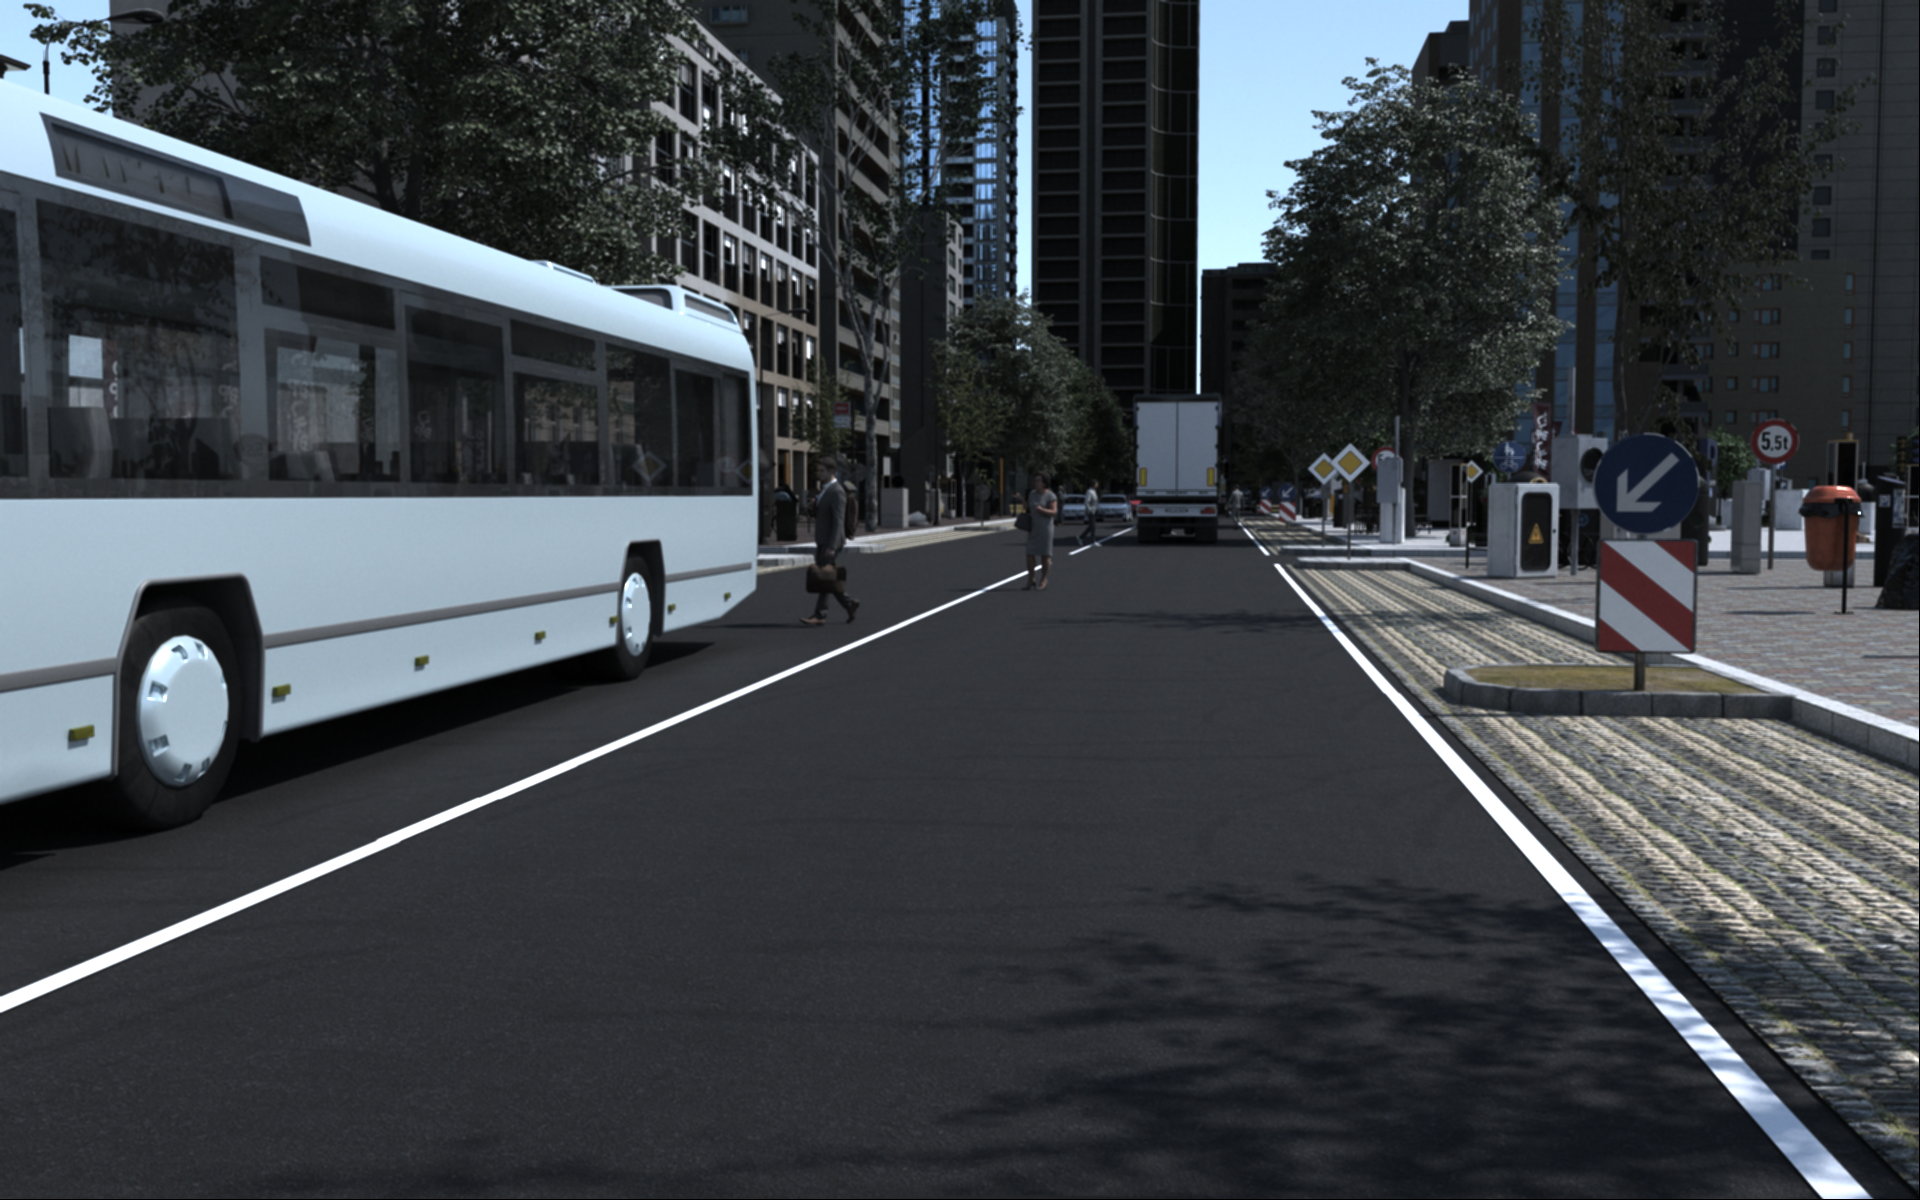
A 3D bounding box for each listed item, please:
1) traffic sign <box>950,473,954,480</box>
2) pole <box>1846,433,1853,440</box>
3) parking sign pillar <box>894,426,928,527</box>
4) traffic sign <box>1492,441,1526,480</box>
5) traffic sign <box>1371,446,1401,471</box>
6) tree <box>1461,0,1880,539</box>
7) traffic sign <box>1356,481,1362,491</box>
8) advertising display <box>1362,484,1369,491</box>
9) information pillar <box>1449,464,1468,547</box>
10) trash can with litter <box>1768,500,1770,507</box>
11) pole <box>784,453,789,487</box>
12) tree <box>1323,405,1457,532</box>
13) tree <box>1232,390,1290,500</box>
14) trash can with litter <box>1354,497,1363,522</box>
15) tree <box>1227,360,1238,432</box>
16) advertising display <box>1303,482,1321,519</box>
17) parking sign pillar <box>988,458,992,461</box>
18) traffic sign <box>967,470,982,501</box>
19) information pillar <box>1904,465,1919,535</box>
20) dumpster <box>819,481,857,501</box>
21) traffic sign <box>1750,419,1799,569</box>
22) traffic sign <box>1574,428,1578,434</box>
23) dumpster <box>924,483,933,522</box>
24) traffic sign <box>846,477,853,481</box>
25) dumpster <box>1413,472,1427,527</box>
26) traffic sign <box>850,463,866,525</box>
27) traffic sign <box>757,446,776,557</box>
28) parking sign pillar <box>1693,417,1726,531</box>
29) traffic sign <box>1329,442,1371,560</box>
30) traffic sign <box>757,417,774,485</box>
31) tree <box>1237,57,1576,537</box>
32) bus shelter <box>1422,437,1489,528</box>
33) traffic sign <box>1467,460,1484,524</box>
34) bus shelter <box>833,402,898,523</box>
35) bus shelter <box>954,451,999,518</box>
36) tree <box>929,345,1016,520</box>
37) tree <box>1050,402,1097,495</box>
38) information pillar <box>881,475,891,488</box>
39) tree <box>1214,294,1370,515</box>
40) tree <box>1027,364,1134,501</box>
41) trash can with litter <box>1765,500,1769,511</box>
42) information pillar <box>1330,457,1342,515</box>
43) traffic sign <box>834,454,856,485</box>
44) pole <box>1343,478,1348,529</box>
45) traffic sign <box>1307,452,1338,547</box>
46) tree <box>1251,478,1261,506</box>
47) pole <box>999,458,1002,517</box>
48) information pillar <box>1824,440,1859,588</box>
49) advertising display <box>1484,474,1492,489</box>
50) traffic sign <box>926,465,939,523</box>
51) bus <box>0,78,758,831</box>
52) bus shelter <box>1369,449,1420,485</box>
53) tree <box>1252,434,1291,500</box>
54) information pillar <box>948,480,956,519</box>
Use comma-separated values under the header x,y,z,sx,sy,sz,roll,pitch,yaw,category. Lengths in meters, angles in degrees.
x,y,z,sx,sy,sz,roll,pitch,yaw,category
-0.190,-6.100,99.847,0.768,2.556,0.104,1,4,12,traffic sign
29.572,-3.903,57.664,0.158,3.312,0.155,0,3,0,pole
-1.992,-4.916,68.849,1.447,3.967,1.447,-3,5,-40,parking sign pillar
13.115,-2.527,41.425,0.768,2.556,0.104,1,4,12,traffic sign
11.307,-2.808,46.022,0.768,2.556,0.104,1,4,18,traffic sign
8.048,-4.269,20.154,4.360,8.622,3.978,0,3,0,tree
21.407,-5.645,92.400,0.768,2.556,0.104,1,4,15,traffic sign
22.180,-5.404,93.562,0.974,1.923,0.123,1,4,17,advertising display
12.142,-2.305,42.180,0.304,2.012,0.304,-3,5,-42,information pillar
38.354,-4.296,81.625,1.055,1.170,0.624,-3,5,-44,trash can with litter
-8.551,-5.598,85.369,0.158,3.312,0.155,0,3,0,pole
14.006,-4.608,59.052,4.285,4.588,4.351,0,3,0,tree
32.008,-16.073,180.918,7.486,12.596,7.792,0,3,0,tree
18.514,-4.182,79.767,1.055,1.170,0.624,0,4,8,trash can with litter
23.380,-13.028,119.670,9.857,13.997,8.962,0,3,0,tree
18.475,-5.240,90.884,0.974,1.923,0.123,0,4,-4,advertising display
1.733,-7.604,112.799,1.447,3.967,1.447,1,4,12,parking sign pillar
0.797,-5.502,89.964,0.884,2.594,0.081,1,4,16,traffic sign
23.805,-2.372,43.273,0.304,2.012,0.304,1,4,16,information pillar
-4.928,-3.917,69.806,1.264,1.857,1.865,1,4,8,dumpster
13.804,-1.793,29.424,0.768,2.556,0.104,1,4,11,traffic sign
12.027,-2.080,34.009,0.884,2.594,0.081,1,4,15,traffic sign
-1.983,-4.428,78.149,1.264,1.857,1.865,1,4,8,dumpster
-4.758,-4.375,71.542,0.884,2.594,0.081,1,4,9,traffic sign
17.576,-4.000,67.900,1.502,2.255,1.985,1,4,8,dumpster
-4.185,-4.317,70.685,0.768,2.556,0.104,1,4,9,traffic sign
-4.143,-1.943,35.409,0.795,2.450,0.064,1,4,8,traffic sign
26.161,-4.424,60.797,1.447,3.967,1.447,3,5,42,parking sign pillar
7.574,-1.837,33.683,0.795,2.450,0.064,1,4,8,traffic sign
-6.039,-3.208,46.321,2.265,3.308,0.079,1,4,17,traffic sign
13.466,-8.866,51.609,9.857,13.997,8.962,0,3,0,tree
18.245,-4.270,63.732,2.014,3.302,5.546,1,4,8,bus shelter
17.179,-3.489,58.224,0.795,2.450,0.064,1,4,17,traffic sign
-4.055,-6.137,77.967,2.179,5.291,8.768,1,4,8,bus shelter
0.955,-6.471,97.088,1.731,3.624,6.357,1,4,8,bus shelter
0.317,-8.232,84.959,4.737,8.622,4.395,0,3,0,tree
8.344,-11.308,135.255,4.737,8.622,4.395,0,3,0,tree
-2.877,-3.843,67.329,0.304,2.012,0.304,-1,4,-14,information pillar
20.604,-11.965,106.003,12.009,13.543,11.850,0,3,0,tree
10.471,-14.308,150.949,9.611,12.733,9.660,0,3,0,tree
48.762,-5.707,104.362,1.678,1.210,2.233,-1,4,-20,trash can with litter
14.673,-4.655,67.458,0.504,3.616,0.183,-1,4,-19,information pillar
-2.989,-2.426,43.311,0.795,2.450,0.064,1,4,8,traffic sign
14.296,-4.302,64.183,0.158,3.312,0.155,0,3,0,pole
8.729,-2.321,41.584,0.795,2.450,0.064,1,4,8,traffic sign
32.804,-11.878,188.806,1.663,3.219,1.824,0,3,0,tree
2.299,-6.369,97.978,0.158,3.312,0.155,0,3,0,pole
12.046,-1.174,23.681,0.304,2.012,0.304,0,4,7,information pillar
17.318,-3.159,56.857,0.123,1.923,0.974,1,4,11,advertising display
-1.295,-4.653,76.185,0.768,2.556,0.104,1,4,13,traffic sign
-4.130,-0.944,10.300,2.948,3.499,13.247,0,4,8,bus
21.220,-6.592,85.409,2.179,5.291,8.768,1,4,8,bus shelter
29.022,-12.932,161.803,4.737,8.622,4.395,0,3,0,tree
-0.429,-5.193,89.400,0.304,2.012,0.304,-3,5,-42,information pillar
